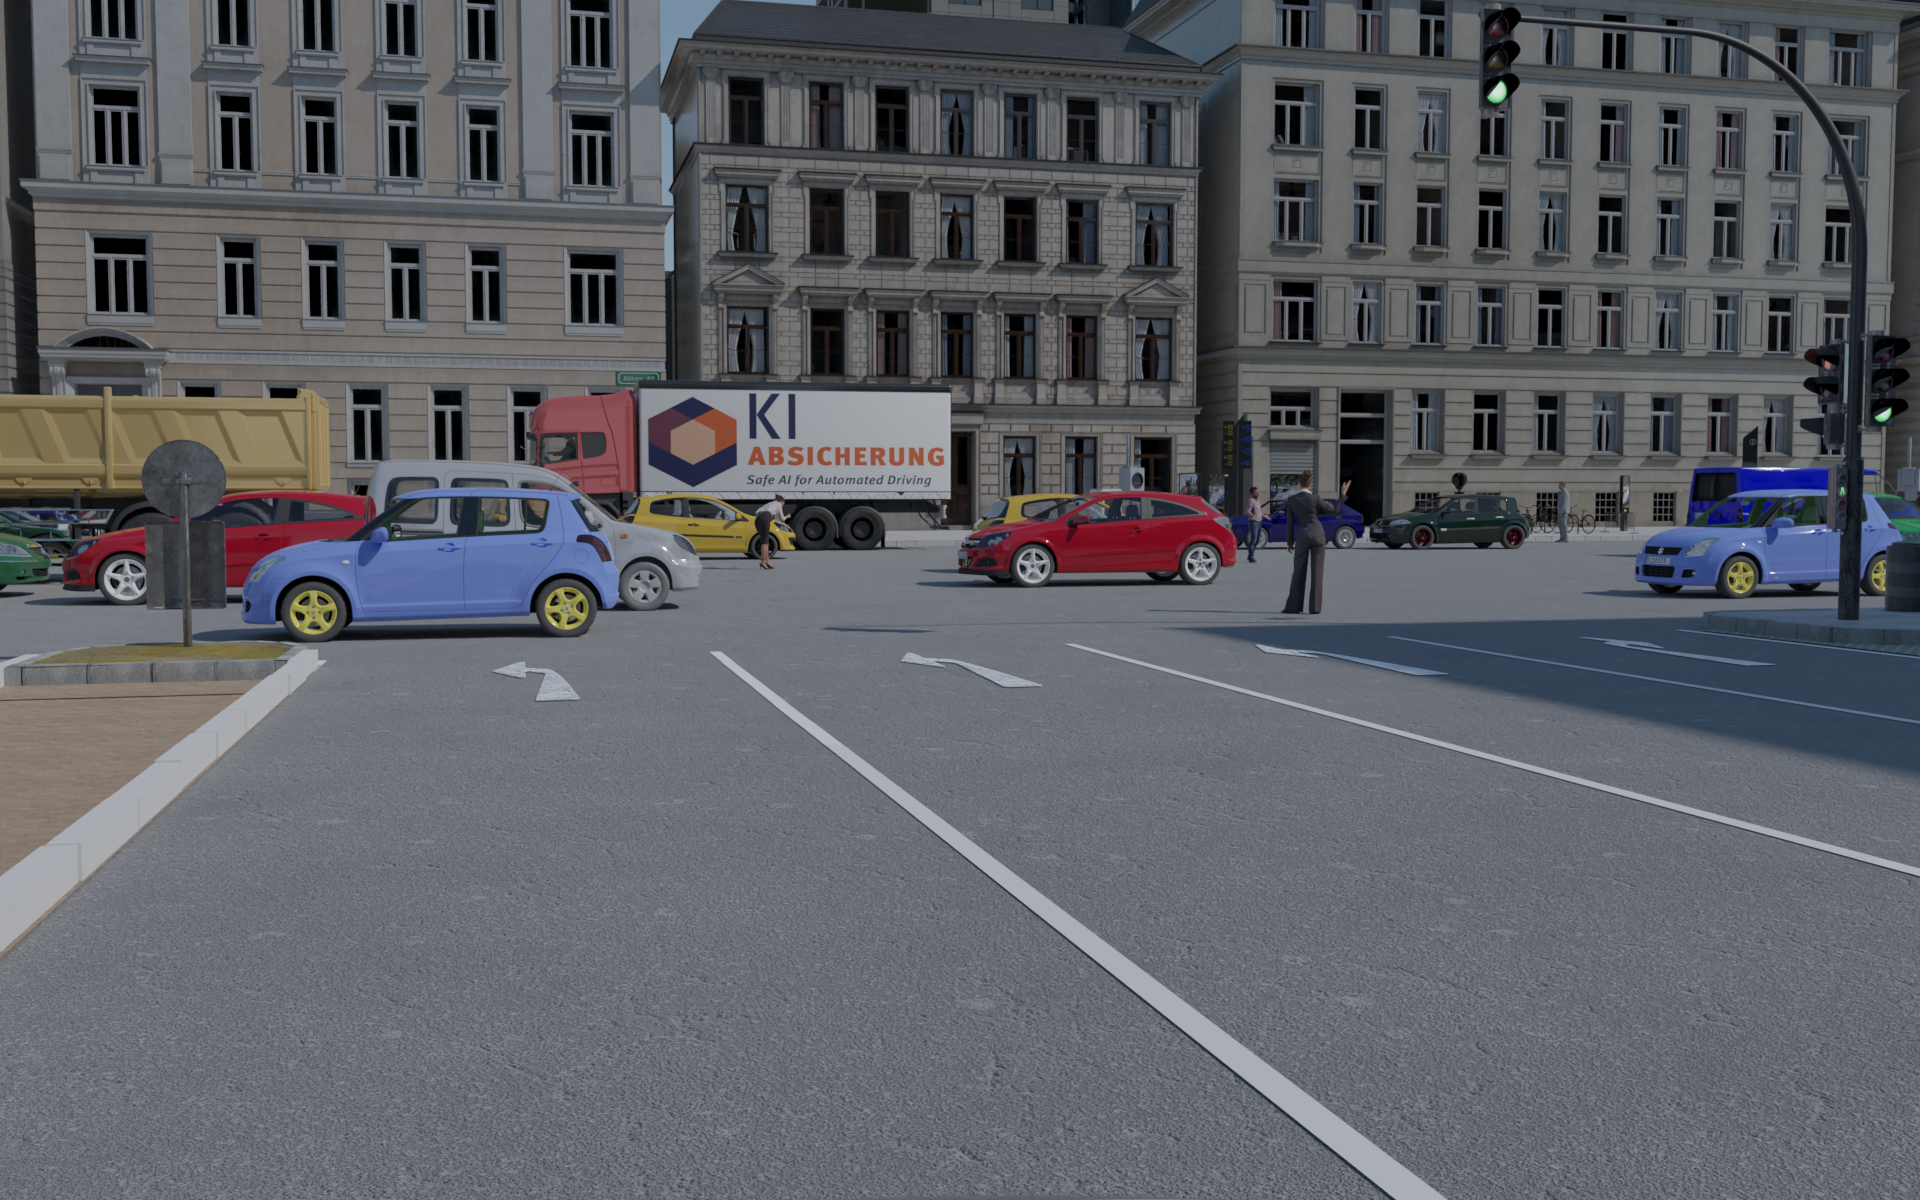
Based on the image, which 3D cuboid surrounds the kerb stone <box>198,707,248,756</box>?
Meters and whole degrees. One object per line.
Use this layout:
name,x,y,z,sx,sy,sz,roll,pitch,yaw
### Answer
kerb stone,-4.192,0.756,9.828,0.120,0.150,1.000,-1,4,-15

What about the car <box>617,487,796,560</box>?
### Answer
car,-5.626,-1.711,38.194,3.980,1.641,2.015,-1,4,-16

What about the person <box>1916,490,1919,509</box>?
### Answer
person,30.477,-2.695,54.838,0.388,1.546,0.482,1,4,12

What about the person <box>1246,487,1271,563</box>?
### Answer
person,6.132,-1.560,35.972,0.435,1.587,0.963,2,4,26

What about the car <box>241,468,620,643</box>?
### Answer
car,-5.363,-0.495,17.692,3.694,1.707,1.945,-1,4,-15

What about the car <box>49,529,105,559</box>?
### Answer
car,-18.854,-1.499,34.734,3.980,1.641,2.015,-1,4,-16

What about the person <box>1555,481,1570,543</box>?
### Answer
person,17.852,-2.608,51.248,0.391,1.810,0.635,1,4,12

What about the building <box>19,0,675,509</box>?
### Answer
building,-20.838,-16.865,61.651,20.117,28.700,13.634,-1,4,-15

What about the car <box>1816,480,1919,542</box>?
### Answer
car,17.378,-1.501,33.345,1.959,1.807,4.718,-1,4,-13

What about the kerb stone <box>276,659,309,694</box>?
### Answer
kerb stone,-4.958,0.575,12.812,0.120,0.150,1.000,-1,4,-15

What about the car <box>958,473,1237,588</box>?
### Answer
car,2.159,-1.133,27.568,4.494,1.783,2.155,-1,4,-15

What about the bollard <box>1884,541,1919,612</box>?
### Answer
bollard,10.360,-0.260,18.967,0.404,0.777,0.398,0,3,0

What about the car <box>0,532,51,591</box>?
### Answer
car,-15.277,-0.739,23.886,4.920,1.459,2.131,-1,4,-15

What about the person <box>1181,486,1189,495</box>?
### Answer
person,5.660,-2.081,43.990,0.415,1.643,0.593,2,4,26

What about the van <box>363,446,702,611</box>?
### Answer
van,-5.303,-0.892,21.591,4.112,2.044,2.013,-1,4,-14

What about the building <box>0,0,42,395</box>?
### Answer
building,-38.997,-12.602,55.187,18.267,20.994,9.793,-1,4,-15

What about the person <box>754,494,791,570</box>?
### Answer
person,-3.584,-1.305,33.033,0.628,1.438,0.799,0,4,2

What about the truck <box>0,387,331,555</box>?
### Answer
truck,-15.463,-1.964,28.035,9.791,3.379,3.469,-1,4,-16

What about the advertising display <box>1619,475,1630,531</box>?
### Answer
advertising display,22.983,-3.346,59.914,0.123,1.923,0.974,2,4,34

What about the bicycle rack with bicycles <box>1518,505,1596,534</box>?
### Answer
bicycle rack with bicycles,18.942,-2.648,56.678,2.852,0.926,2.925,-1,4,-16

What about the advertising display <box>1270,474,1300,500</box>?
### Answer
advertising display,10.363,-3.056,55.174,0.974,1.923,0.123,2,4,24

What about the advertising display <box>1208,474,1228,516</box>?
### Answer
advertising display,8.150,-3.029,54.745,0.123,1.923,0.974,-2,4,-24

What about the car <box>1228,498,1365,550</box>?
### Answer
car,8.555,-2.012,45.472,3.894,1.354,1.945,-1,4,-15

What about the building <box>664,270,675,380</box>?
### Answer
building,-33.471,-27.587,222.748,14.107,30.474,14.160,-1,4,-15

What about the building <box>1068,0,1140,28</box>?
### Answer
building,22.509,-51.894,161.146,31.000,86.520,22.319,-1,4,-15

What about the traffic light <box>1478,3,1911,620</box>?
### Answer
traffic light,7.041,-2.585,16.932,4.771,5.953,1.251,-1,4,-15

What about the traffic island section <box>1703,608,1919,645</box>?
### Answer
traffic island section,9.085,0.279,17.719,2.009,0.180,2.903,-1,4,-15

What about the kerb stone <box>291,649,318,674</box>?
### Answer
kerb stone,-5.234,0.514,13.805,0.120,0.150,1.000,-1,4,-15

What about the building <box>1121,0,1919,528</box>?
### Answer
building,22.095,-14.687,73.422,30.059,22.955,16.112,-1,4,-15

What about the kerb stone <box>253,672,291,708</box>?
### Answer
kerb stone,-4.710,0.635,11.815,0.120,0.150,1.000,-1,4,-15

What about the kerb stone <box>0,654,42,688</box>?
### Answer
kerb stone,-7.282,0.540,13.372,0.120,0.150,1.000,-1,4,-15

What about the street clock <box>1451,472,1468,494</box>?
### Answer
street clock,16.746,-3.274,58.107,0.471,2.002,0.358,3,5,39

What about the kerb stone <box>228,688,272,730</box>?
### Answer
kerb stone,-4.449,0.696,10.822,0.120,0.150,1.000,-1,4,-15

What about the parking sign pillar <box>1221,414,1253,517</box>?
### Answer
parking sign pillar,9.429,-4.311,58.958,1.447,3.967,1.447,-2,4,-27

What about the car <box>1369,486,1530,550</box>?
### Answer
car,12.861,-2.180,45.427,4.222,1.686,2.009,-1,4,-13

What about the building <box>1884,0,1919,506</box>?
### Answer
building,47.028,-15.187,77.187,19.941,23.489,11.050,-1,4,-15

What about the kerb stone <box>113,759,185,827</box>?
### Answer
kerb stone,-3.674,0.884,7.833,0.120,0.150,1.000,-1,4,-15

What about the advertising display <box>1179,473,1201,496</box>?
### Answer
advertising display,6.936,-2.881,52.314,0.123,1.923,0.974,-2,4,-28

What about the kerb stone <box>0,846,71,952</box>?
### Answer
kerb stone,-3.164,1.000,5.843,0.120,0.150,1.000,-1,4,-15

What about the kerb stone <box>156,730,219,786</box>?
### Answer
kerb stone,-3.940,0.817,8.830,0.120,0.150,1.000,-1,4,-15

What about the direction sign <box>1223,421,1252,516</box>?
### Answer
direction sign,8.554,-3.764,53.537,0.876,3.537,0.379,1,4,15

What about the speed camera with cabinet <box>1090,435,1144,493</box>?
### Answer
speed camera with cabinet,5.177,-3.833,57.000,2.038,3.252,0.660,-3,5,-41

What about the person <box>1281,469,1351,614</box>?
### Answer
person,4.270,-0.701,20.762,0.742,1.727,0.445,-1,4,-12

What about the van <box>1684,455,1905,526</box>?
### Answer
van,19.514,-2.171,39.882,5.245,2.365,2.240,-1,4,-14

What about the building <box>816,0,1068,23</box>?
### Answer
building,-3.211,-43.864,155.432,20.563,71.187,20.611,-1,4,-15

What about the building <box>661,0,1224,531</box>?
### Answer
building,-1.250,-12.248,64.888,19.286,19.102,10.561,-1,4,-15

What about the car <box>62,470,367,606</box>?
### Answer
car,-9.624,-0.873,23.312,4.494,1.783,2.155,-1,4,-13

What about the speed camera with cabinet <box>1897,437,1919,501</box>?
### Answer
speed camera with cabinet,33.690,-4.020,60.058,2.038,3.252,0.660,2,4,35

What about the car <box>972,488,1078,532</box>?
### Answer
car,2.179,-1.341,32.143,3.980,1.641,2.015,-1,4,-13

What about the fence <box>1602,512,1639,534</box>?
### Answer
fence,21.805,-2.562,57.256,0.278,0.683,2.069,0,4,-6

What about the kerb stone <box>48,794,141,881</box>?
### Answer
kerb stone,-3.413,0.939,6.839,0.120,0.150,1.000,-1,4,-15

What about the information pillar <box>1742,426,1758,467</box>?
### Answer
information pillar,27.168,-4.172,59.571,0.504,3.616,0.183,2,4,35

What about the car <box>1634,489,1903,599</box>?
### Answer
car,11.492,-0.921,24.658,3.694,1.707,1.945,-1,4,-15

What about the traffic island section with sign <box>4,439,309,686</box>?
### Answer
traffic island section with sign,-6.362,-0.357,13.970,2.006,1.907,1.989,-1,4,-15

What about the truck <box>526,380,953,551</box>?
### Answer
truck,-5.937,-3.379,44.160,11.283,4.237,2.839,-1,4,-13
